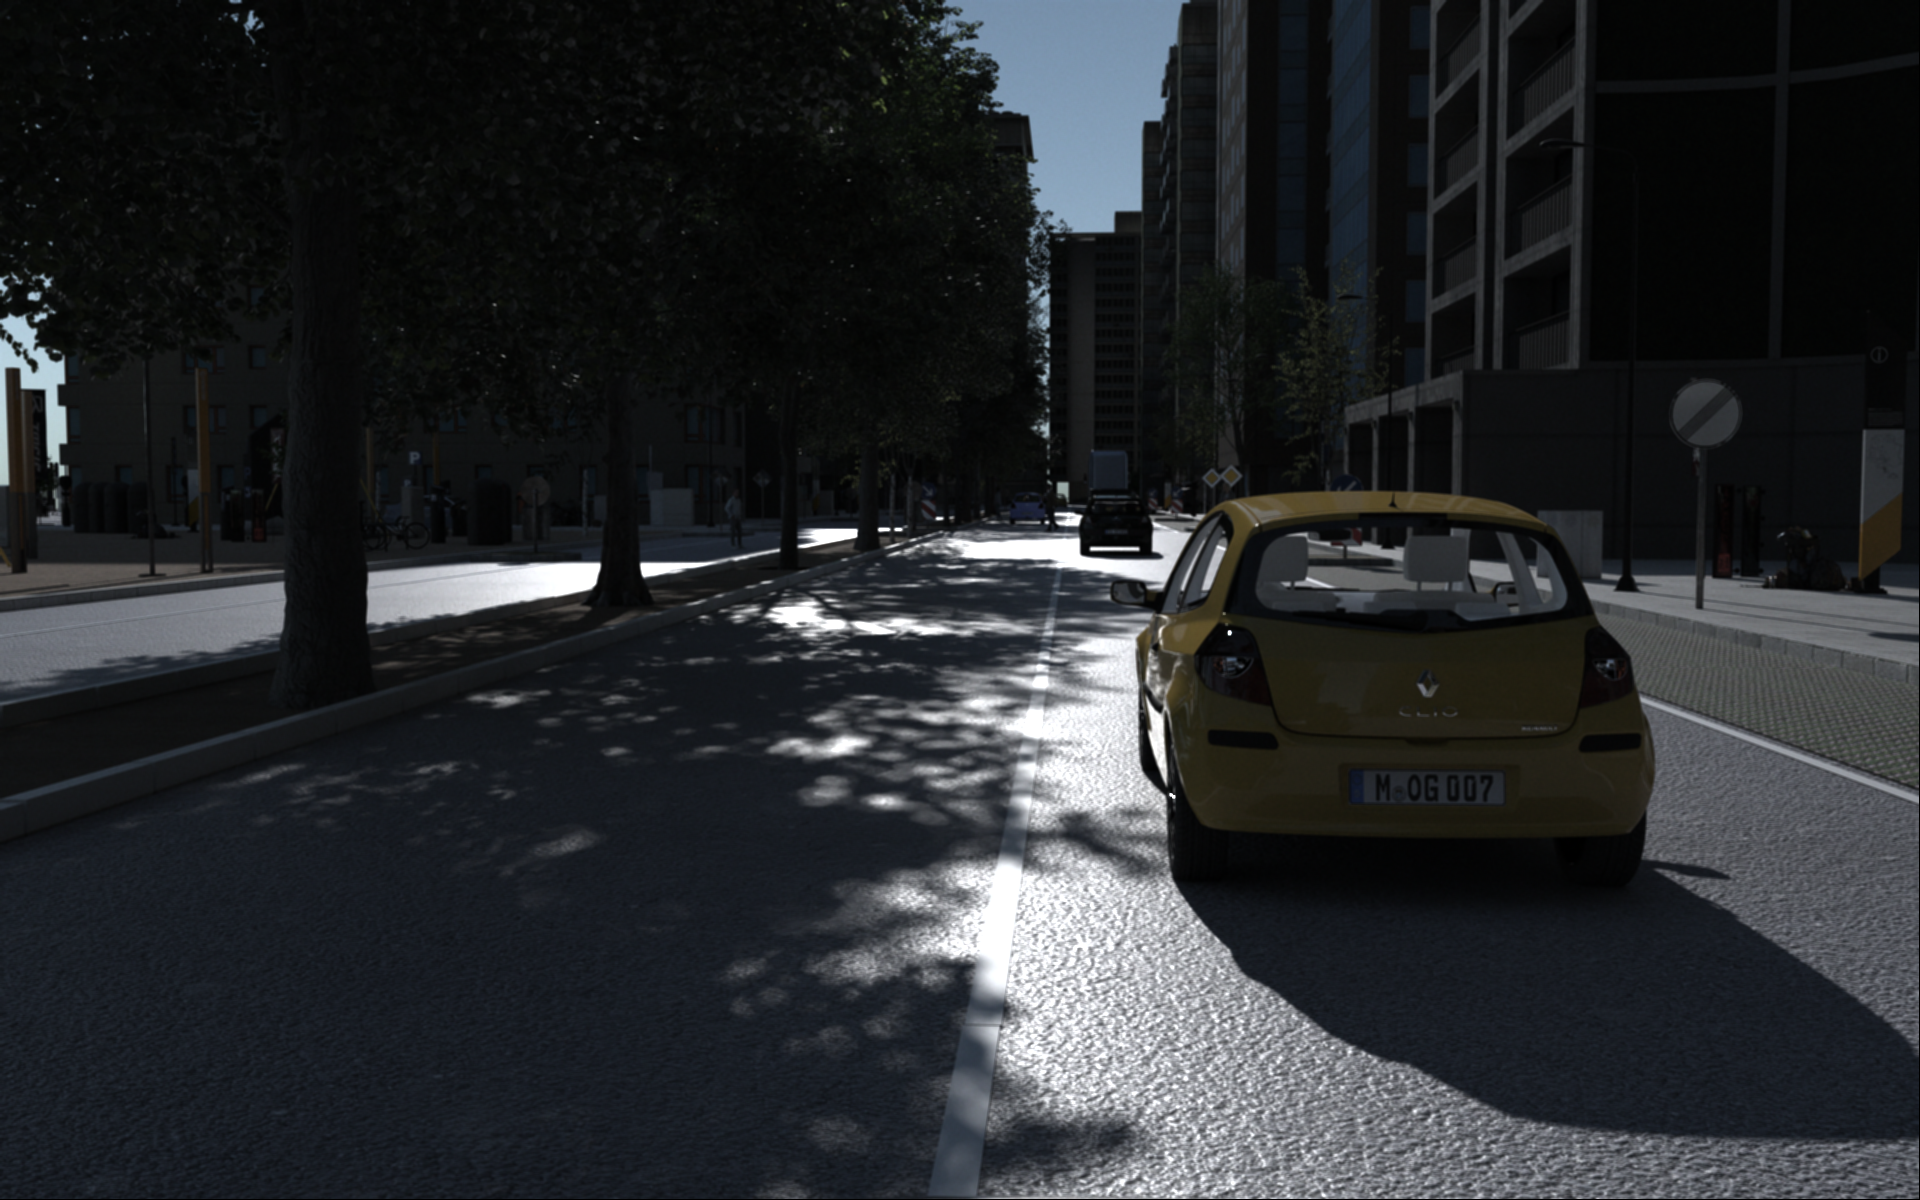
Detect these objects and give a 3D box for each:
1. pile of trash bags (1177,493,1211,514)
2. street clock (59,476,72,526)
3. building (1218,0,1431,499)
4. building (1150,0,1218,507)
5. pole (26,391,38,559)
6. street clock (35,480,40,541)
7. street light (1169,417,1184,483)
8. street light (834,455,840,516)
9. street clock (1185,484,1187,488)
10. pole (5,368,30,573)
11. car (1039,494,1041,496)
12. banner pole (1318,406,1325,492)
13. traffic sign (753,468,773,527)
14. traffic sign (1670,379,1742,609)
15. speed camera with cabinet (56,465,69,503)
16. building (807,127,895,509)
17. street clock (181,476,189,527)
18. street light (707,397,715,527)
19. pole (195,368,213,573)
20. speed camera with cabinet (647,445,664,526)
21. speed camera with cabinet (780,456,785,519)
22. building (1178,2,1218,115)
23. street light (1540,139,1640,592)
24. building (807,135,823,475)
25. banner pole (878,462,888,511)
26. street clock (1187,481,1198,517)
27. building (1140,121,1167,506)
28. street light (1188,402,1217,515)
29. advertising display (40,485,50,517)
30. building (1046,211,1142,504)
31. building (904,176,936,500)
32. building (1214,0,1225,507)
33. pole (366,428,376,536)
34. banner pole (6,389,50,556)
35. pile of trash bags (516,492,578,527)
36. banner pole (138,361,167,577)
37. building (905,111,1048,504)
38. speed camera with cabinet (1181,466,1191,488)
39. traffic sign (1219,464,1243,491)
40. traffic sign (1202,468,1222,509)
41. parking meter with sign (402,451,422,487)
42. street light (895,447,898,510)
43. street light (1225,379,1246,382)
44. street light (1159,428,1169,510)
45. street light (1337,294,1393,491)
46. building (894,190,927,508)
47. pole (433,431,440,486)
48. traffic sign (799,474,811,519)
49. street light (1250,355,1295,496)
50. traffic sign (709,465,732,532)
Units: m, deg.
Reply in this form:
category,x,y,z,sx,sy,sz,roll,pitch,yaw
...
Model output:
category,x,y,z,sx,sy,sz,roll,pitch,yaw
pile of trash bags,15.026,-6.282,112.470,1.912,1.369,3.447,-1,4,-22
street clock,-35.388,-3.914,68.569,0.358,2.002,0.471,1,4,11
building,20.995,-26.838,88.909,14.600,45.320,14.200,0,4,4
building,31.148,-33.658,169.911,23.786,49.044,30.456,0,4,4
pole,-18.409,-2.472,34.254,0.158,3.312,0.155,0,3,0
street clock,-25.033,-2.577,46.696,0.471,2.002,0.358,0,4,-6
street light,13.541,-8.075,104.573,1.470,5.913,1.316,0,4,4
street light,-6.758,-7.938,102.322,1.470,5.913,1.316,0,4,4
street clock,16.030,-7.168,121.773,0.358,2.002,0.471,3,5,44
pole,-15.299,-2.093,28.072,0.158,3.312,0.155,0,3,0
car,5.606,-7.473,132.413,2.015,1.641,3.980,0,4,2
banner pole,10.268,-3.623,49.247,0.401,3.779,0.863,0,4,1
traffic sign,-7.631,-3.876,67.022,0.795,2.450,0.064,0,4,4
traffic sign,8.266,-1.173,19.287,0.768,2.556,0.104,0,4,6
speed camera with cabinet,-45.939,-5.865,90.230,0.660,3.252,2.038,3,4,38
building,-13.354,-28.513,149.777,14.154,41.232,14.086,0,4,4
street clock,-30.490,-3.903,68.377,0.358,2.002,0.471,0,4,6
street light,-9.111,-5.773,66.936,1.470,5.913,1.316,0,4,4
pole,-12.277,-2.097,28.131,0.158,3.312,0.155,0,3,0
speed camera with cabinet,-12.212,-4.622,69.908,0.660,3.252,2.038,-1,4,-16
speed camera with cabinet,-8.867,-5.751,88.364,0.660,3.252,2.038,0,4,-5
building,25.483,-28.412,148.135,14.154,41.232,14.086,0,4,4
street light,8.293,-3.075,22.812,1.470,5.913,1.316,0,4,4
building,-21.772,-28.604,122.293,22.147,44.769,28.867,0,4,4
banner pole,-6.018,-8.811,134.071,0.863,3.779,0.401,0,4,1
street clock,13.277,-5.722,98.122,0.358,2.002,0.471,2,4,26
building,27.128,-31.137,192.685,14.154,41.232,14.086,0,4,4
street light,12.364,-7.014,87.217,1.470,5.913,1.316,0,4,4
advertising display,-50.677,-5.546,95.898,0.974,1.923,0.123,3,5,39
building,24.094,-33.569,240.740,23.993,40.220,32.217,0,4,4
building,-14.870,-31.201,202.012,23.993,40.220,32.217,0,4,4
building,29.137,-35.647,124.823,21.231,58.520,28.212,0,4,4
pole,-18.148,-3.639,53.340,0.158,3.312,0.155,0,3,0
banner pole,-19.579,-2.832,36.324,0.863,3.779,0.401,-2,4,-31
pile of trash bags,-16.745,-3.658,69.566,3.447,1.369,1.912,3,5,41
banner pole,-12.729,-2.271,27.153,0.401,3.779,0.863,-2,4,-29
building,-1.793,-39.740,238.991,27.495,52.752,28.713,0,4,4
speed camera with cabinet,16.063,-7.934,124.060,0.660,3.252,2.038,0,4,-3
traffic sign,9.059,-3.320,57.921,0.795,2.450,0.064,0,4,4
traffic sign,9.576,-3.807,65.890,0.795,2.450,0.064,0,4,4
parking meter with sign,-22.194,-4.499,69.816,0.543,3.016,1.738,0,4,0
street light,-4.486,-10.072,137.223,1.470,5.913,1.316,0,4,4
street light,11.380,-5.952,69.849,1.470,5.913,1.316,0,4,4
street light,14.665,-9.137,121.932,1.470,5.913,1.316,0,4,4
street light,9.476,-4.151,40.413,1.470,5.913,1.316,0,4,4
building,-10.791,-23.997,164.051,14.160,30.474,14.107,0,4,4
pole,-16.786,-3.774,55.552,0.158,3.312,0.155,0,3,0
traffic sign,-7.976,-5.310,88.941,0.606,2.300,0.079,0,4,6
street light,10.557,-5.213,57.775,1.470,5.913,1.316,0,4,4
traffic sign,-8.148,-3.389,59.054,0.795,2.450,0.064,0,4,4
